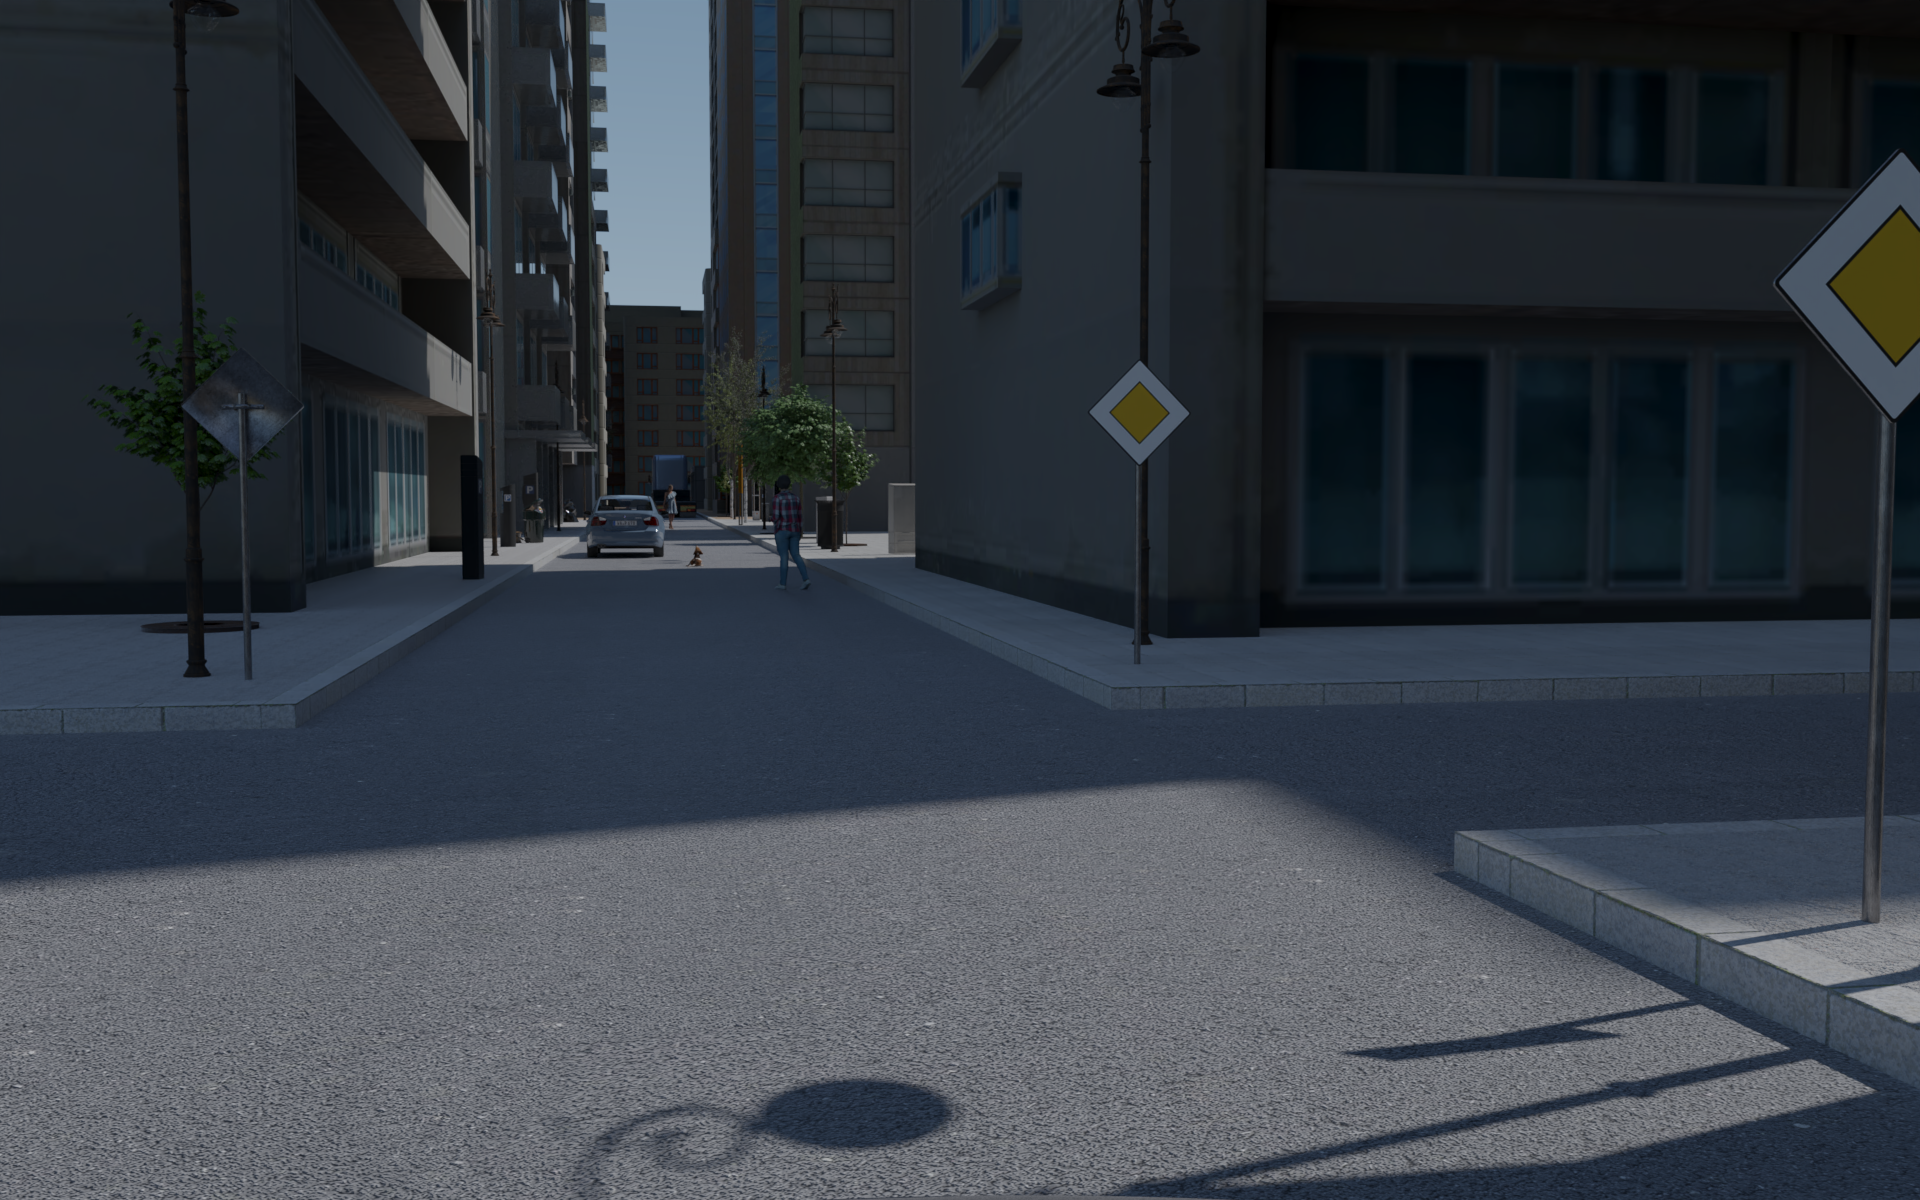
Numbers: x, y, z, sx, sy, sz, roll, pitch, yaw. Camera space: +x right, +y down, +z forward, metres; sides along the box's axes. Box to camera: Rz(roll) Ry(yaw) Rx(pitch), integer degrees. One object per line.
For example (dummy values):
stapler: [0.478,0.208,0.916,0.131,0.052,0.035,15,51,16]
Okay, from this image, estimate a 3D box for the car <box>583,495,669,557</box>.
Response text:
car: [-7.833,-1.750,40.618,2.014,1.417,4.499,-1,4,-10]

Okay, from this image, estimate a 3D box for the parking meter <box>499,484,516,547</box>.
parking meter: [-10.981,-2.057,42.041,0.372,1.533,0.369,0,3,0]

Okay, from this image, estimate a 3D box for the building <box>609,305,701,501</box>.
building: [-40.427,-20.544,180.927,28.899,21.520,27.650,-1,4,-10]

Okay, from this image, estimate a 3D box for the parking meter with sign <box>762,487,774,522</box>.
parking meter with sign: [-8.324,-5.135,80.226,1.738,3.016,0.543,0,4,-4]

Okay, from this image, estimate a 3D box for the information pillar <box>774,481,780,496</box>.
information pillar: [-6.636,-3.607,63.460,0.304,2.012,0.304,1,4,14]

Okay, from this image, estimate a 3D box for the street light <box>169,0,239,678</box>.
street light: [-5.368,-2.399,12.007,0.468,5.910,1.993,-1,4,-10]

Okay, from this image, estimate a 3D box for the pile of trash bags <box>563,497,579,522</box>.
pile of trash bags: [-18.551,-4.248,79.213,1.912,1.369,3.447,-1,4,-19]

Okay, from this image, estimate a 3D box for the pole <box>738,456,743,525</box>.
pole: [-9.053,-4.745,71.429,0.158,3.312,0.155,0,3,0]

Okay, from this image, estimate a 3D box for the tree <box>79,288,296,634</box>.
tree: [-7.058,-1.328,16.319,1.663,3.219,1.824,0,3,0]

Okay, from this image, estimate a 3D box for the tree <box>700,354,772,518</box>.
tree: [-11.971,-8.666,92.058,4.737,8.622,4.395,0,3,0]

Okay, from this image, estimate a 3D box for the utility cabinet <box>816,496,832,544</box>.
utility cabinet: [-3.541,-2.092,45.363,0.306,1.237,1.020,0,4,6]

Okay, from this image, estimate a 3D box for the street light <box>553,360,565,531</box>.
street light: [-13.869,-5.316,59.698,0.468,5.910,1.993,-1,4,-10]

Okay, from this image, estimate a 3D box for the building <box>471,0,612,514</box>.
building: [-45.215,-32.195,145.994,30.456,49.044,23.786,-1,4,-10]

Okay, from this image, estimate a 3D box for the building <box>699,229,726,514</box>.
building: [-4.851,-17.405,129.611,27.650,21.520,28.899,-1,4,-10]

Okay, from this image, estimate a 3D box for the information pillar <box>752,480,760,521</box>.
information pillar: [-9.888,-4.861,83.971,0.304,2.012,0.304,-1,4,-22]

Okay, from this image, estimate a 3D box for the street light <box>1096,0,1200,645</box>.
street light: [1.555,-2.557,14.603,0.468,5.910,1.993,-1,4,-10]

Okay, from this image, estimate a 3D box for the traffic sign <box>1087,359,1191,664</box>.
traffic sign: [1.334,-0.572,12.998,0.795,2.450,0.064,-1,4,-10]

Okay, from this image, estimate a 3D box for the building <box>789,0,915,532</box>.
building: [0.417,-23.368,65.662,14.154,41.232,14.086,-1,4,-10]

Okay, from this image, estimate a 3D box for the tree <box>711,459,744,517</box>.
tree: [-13.074,-6.218,96.267,1.663,3.219,1.824,0,3,0]

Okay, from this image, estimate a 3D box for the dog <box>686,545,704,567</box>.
dog: [-5.312,-0.870,34.413,0.550,0.427,0.748,3,4,36]

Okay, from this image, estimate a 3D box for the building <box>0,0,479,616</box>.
building: [-19.551,-24.587,25.702,21.300,48.544,21.600,-1,4,-10]

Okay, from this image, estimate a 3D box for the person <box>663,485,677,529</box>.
person: [-11.791,-3.777,70.344,0.616,1.811,0.778,-2,4,-24]

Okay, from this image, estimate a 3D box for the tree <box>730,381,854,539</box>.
tree: [-4.695,-4.063,50.151,4.285,4.588,4.351,0,3,0]

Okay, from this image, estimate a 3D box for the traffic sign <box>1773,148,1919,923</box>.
traffic sign: [2.731,-0.091,5.135,0.795,2.450,0.064,-1,4,-10]

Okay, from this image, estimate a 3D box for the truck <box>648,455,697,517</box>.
truck: [-18.891,-7.581,113.701,2.967,4.110,18.799,-1,4,-11]

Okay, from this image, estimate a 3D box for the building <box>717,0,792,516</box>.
building: [-7.658,-27.916,106.543,14.600,45.320,14.200,-1,4,-10]

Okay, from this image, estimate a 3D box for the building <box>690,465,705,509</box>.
building: [-13.356,-43.635,151.683,20.563,71.187,20.611,-1,4,-10]

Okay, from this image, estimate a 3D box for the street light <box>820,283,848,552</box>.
street light: [-2.776,-3.995,38.100,0.468,5.910,1.993,-1,4,-10]

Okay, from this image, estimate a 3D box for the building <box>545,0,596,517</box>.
building: [-26.932,-19.583,91.885,14.160,30.474,14.107,-1,4,-10]

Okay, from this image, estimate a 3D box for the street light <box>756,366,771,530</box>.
street light: [-7.076,-5.485,62.473,0.468,5.910,1.993,-1,4,-10]

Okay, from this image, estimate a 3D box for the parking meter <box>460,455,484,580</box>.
parking meter: [-7.350,-1.248,26.108,0.255,1.863,0.399,0,4,-2]

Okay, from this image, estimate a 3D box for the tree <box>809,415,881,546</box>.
tree: [-2.944,-2.948,42.798,1.663,3.219,1.824,0,3,0]

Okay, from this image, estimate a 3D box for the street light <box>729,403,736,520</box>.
street light: [-11.300,-6.965,86.671,0.468,5.910,1.993,-1,4,-10]

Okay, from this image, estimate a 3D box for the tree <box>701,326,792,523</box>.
tree: [-9.297,-7.735,76.832,4.360,8.622,3.978,0,3,0]

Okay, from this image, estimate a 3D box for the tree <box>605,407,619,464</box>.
tree: [-28.262,-11.209,133.630,4.360,8.622,3.978,0,3,0]

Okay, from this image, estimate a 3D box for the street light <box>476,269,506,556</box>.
street light: [-9.640,-3.849,35.716,0.468,5.910,1.993,-1,4,-10]

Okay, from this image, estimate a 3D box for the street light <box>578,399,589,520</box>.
street light: [-18.246,-6.805,84.047,0.468,5.910,1.993,-1,4,-10]

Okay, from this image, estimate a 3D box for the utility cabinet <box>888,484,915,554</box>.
utility cabinet: [-0.931,-1.723,36.852,1.173,1.500,0.318,-2,4,-27]

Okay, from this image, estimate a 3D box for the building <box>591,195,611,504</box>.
building: [-37.383,-16.334,112.106,27.650,21.520,28.899,-1,4,-10]

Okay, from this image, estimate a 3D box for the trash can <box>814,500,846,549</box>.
trash can: [-3.017,-1.753,40.315,0.748,1.137,0.748,0,3,0]

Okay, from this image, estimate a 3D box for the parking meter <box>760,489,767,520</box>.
parking meter: [-9.826,-4.777,86.511,0.372,1.533,0.369,0,3,0]

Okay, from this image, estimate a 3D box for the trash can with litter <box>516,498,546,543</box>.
trash can with litter: [-11.403,-2.079,45.382,1.055,1.170,0.624,0,4,0]

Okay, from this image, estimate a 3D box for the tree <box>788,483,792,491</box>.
tree: [-8.346,-5.376,82.505,1.663,3.219,1.824,0,3,0]

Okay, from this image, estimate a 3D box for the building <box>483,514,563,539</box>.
building: [-25.074,-26.887,59.203,23.786,49.044,30.456,-1,4,-10]

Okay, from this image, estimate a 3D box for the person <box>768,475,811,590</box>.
person: [-2.576,-1.017,25.964,0.563,1.720,0.643,-3,5,-42]

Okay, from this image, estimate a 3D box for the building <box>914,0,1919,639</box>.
building: [10.319,-24.617,26.190,21.600,48.544,21.300,-1,4,-10]

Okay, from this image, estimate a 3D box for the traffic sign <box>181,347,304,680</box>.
traffic sign: [-4.916,-0.506,11.912,0.795,2.450,0.064,-1,4,-10]

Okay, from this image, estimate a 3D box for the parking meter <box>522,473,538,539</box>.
parking meter: [-11.685,-2.532,47.104,0.399,1.863,0.255,0,4,-5]
